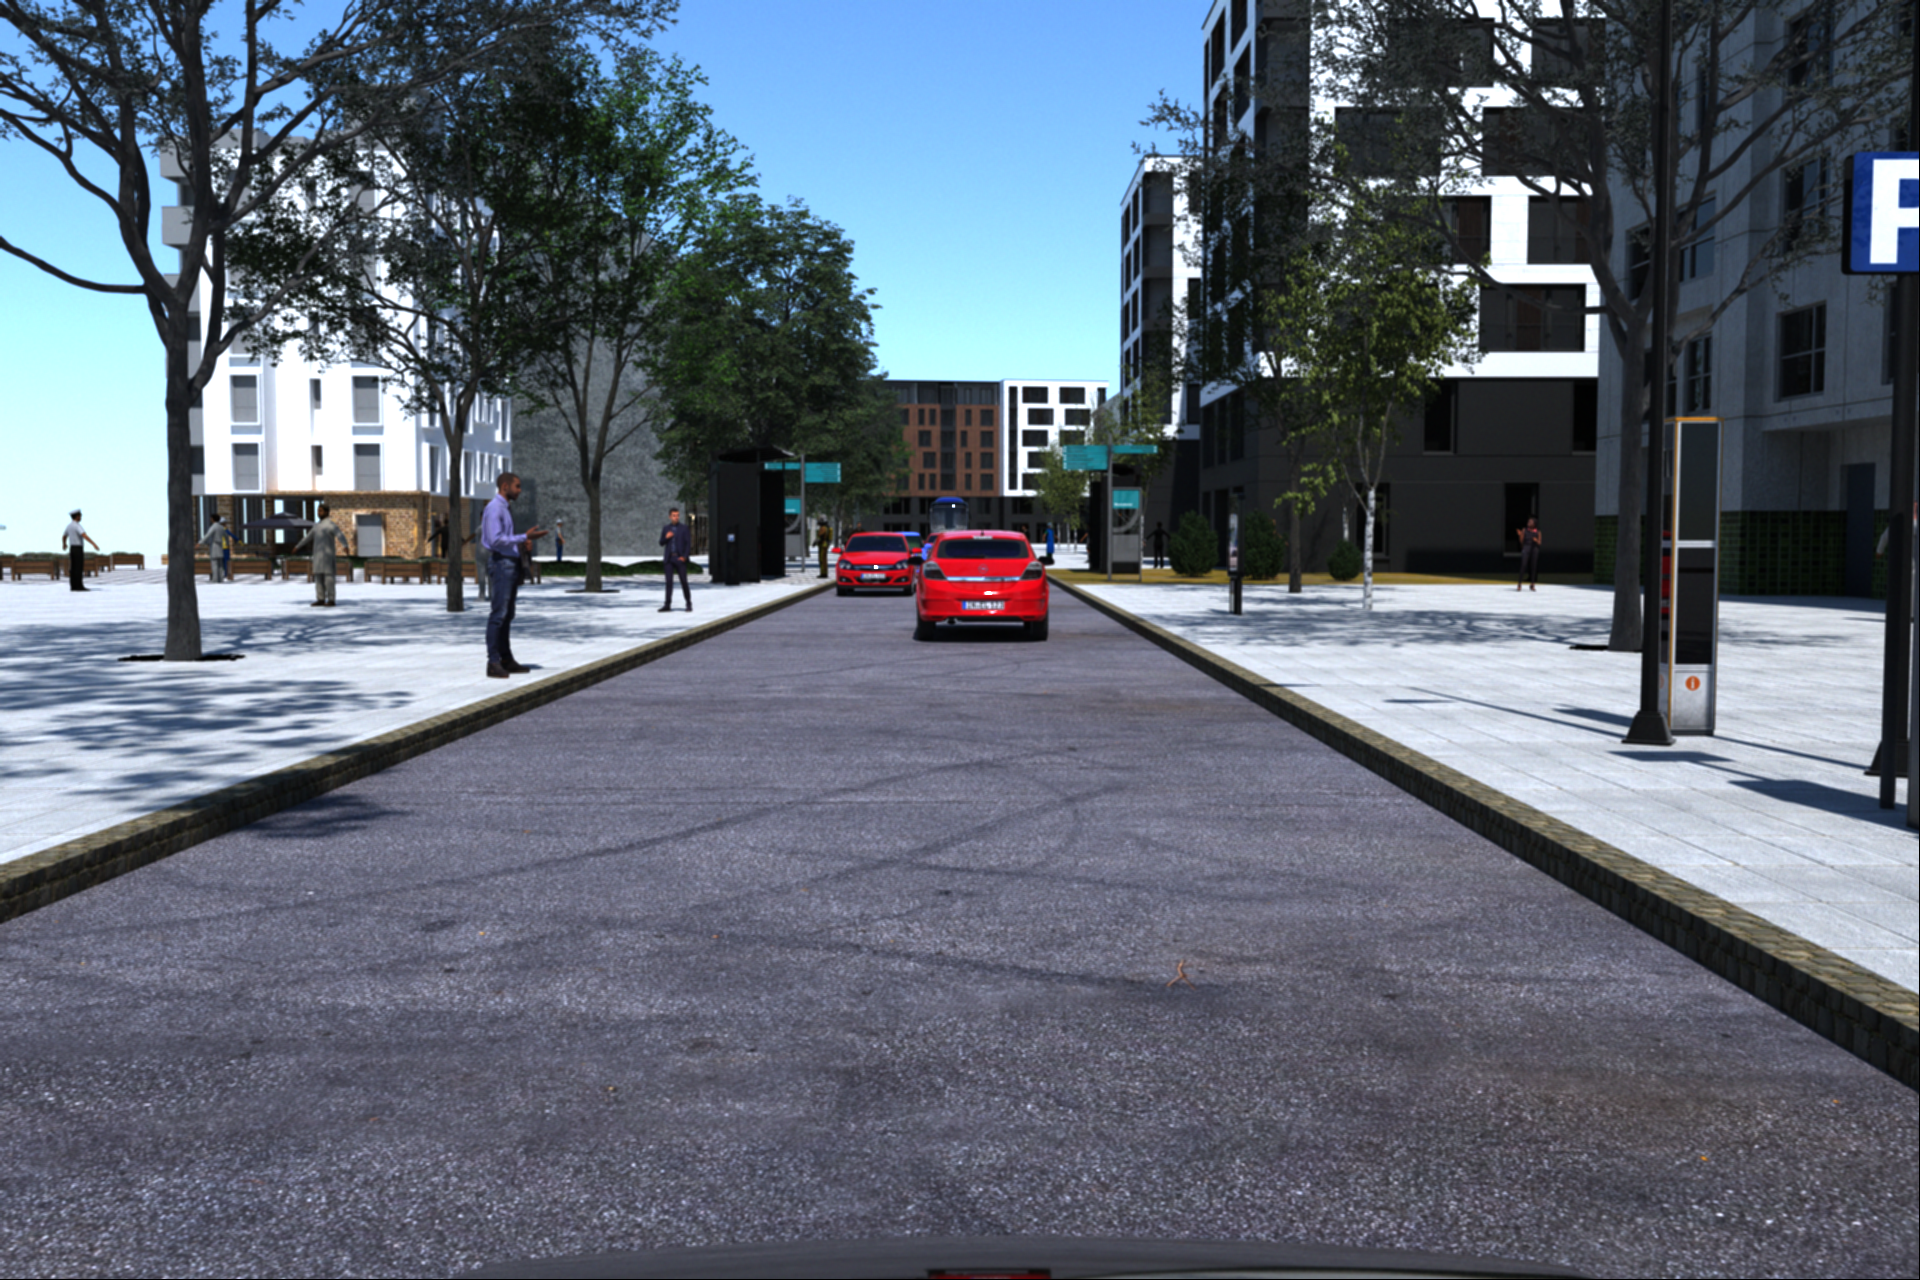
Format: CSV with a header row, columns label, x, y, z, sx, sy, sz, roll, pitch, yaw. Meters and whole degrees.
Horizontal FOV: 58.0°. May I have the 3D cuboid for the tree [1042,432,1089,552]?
label,x,y,z,sx,sy,sz,roll,pitch,yaw
tree,7.877,-10.707,125.420,4.360,8.622,3.978,0,3,0

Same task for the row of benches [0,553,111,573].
label,x,y,z,sx,sy,sz,roll,pitch,yaw
row of benches,-30.456,-2.572,57.519,1.422,0.672,4.104,3,5,42

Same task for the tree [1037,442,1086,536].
label,x,y,z,sx,sy,sz,roll,pitch,yaw
tree,7.970,-11.469,137.875,4.737,8.622,4.395,0,3,0

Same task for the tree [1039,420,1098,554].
label,x,y,z,sx,sy,sz,roll,pitch,yaw
tree,7.170,-9.795,110.509,4.737,8.622,4.395,0,3,0

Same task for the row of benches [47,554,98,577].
label,x,y,z,sx,sy,sz,roll,pitch,yaw
row of benches,-27.196,-2.296,52.995,1.422,0.672,4.104,-3,4,-38

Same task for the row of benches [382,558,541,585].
label,x,y,z,sx,sy,sz,roll,pitch,yaw
row of benches,-12.674,-1.766,44.330,4.104,0.672,1.422,0,4,4

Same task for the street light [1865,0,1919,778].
label,x,y,z,sx,sy,sz,roll,pitch,yaw
street light,5.535,-2.233,9.048,1.470,5.913,1.316,0,4,1

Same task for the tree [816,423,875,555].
label,x,y,z,sx,sy,sz,roll,pitch,yaw
tree,-7.353,-9.447,104.828,4.360,8.622,3.978,0,3,0

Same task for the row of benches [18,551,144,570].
label,x,y,z,sx,sy,sz,roll,pitch,yaw
row of benches,-31.184,-2.806,61.333,4.104,0.672,1.422,-3,4,-38

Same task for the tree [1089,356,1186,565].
label,x,y,z,sx,sy,sz,roll,pitch,yaw
tree,7.480,-7.430,71.851,4.737,8.622,4.395,0,3,0

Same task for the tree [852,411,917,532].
label,x,y,z,sx,sy,sz,roll,pitch,yaw
tree,-7.277,-13.404,144.907,9.928,11.665,9.643,0,3,0

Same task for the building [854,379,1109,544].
label,x,y,z,sx,sy,sz,roll,pitch,yaw
building,1.262,-24.090,240.310,32.646,21.610,27.936,-1,4,-10

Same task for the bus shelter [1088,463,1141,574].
label,x,y,z,sx,sy,sz,roll,pitch,yaw
bus shelter,5.040,-4.101,58.328,1.731,3.624,6.357,0,4,1

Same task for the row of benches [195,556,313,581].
label,x,y,z,sx,sy,sz,roll,pitch,yaw
row of benches,-19.811,-1.992,48.039,4.104,0.672,1.422,-2,4,-31

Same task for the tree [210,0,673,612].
label,x,y,z,sx,sy,sz,roll,pitch,yaw
tree,-8.425,-5.724,27.993,8.767,10.594,7.601,1,4,8

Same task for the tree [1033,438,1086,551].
label,x,y,z,sx,sy,sz,roll,pitch,yaw
tree,7.566,-11.116,132.107,4.737,8.622,4.395,0,3,0

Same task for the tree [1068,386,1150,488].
label,x,y,z,sx,sy,sz,roll,pitch,yaw
tree,7.128,-8.321,86.410,4.360,8.622,3.978,0,3,0

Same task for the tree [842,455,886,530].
label,x,y,z,sx,sy,sz,roll,pitch,yaw
tree,-7.505,-10.821,127.280,4.360,8.622,3.978,0,3,0

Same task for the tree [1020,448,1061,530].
label,x,y,z,sx,sy,sz,roll,pitch,yaw
tree,7.808,-12.069,147.694,4.360,8.622,3.978,0,3,0

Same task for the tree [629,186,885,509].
label,x,y,z,sx,sy,sz,roll,pitch,yaw
tree,-7.399,-9.665,64.672,9.857,13.997,8.962,0,3,0

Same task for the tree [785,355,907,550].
label,x,y,z,sx,sy,sz,roll,pitch,yaw
tree,-8.306,-12.826,116.357,9.857,13.997,8.962,0,3,0

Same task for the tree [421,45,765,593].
label,x,y,z,sx,sy,sz,roll,pitch,yaw
tree,-8.001,-6.834,37.494,9.928,11.665,9.643,0,3,0

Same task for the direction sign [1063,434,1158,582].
label,x,y,z,sx,sy,sz,roll,pitch,yaw
direction sign,4.004,-3.491,45.843,2.525,3.948,1.411,0,4,1

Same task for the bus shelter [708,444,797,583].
label,x,y,z,sx,sy,sz,roll,pitch,yaw
bus shelter,-5.728,-3.497,48.454,1.731,3.624,6.357,0,4,1

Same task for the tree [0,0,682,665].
label,x,y,z,sx,sy,sz,roll,pitch,yaw
tree,-7.903,-6.544,17.372,12.009,13.543,11.850,0,3,0

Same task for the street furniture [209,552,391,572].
label,x,y,z,sx,sy,sz,roll,pitch,yaw
street furniture,-23.985,-2.920,63.372,5.734,0.657,10.072,1,4,13

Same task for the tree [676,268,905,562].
label,x,y,z,sx,sy,sz,roll,pitch,yaw
tree,-7.694,-10.312,78.979,12.009,13.543,11.850,0,3,0

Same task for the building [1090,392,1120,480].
label,x,y,z,sx,sy,sz,roll,pitch,yaw
building,26.259,-23.262,211.266,19.493,23.208,18.063,0,3,0

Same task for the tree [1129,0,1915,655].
label,x,y,z,sx,sy,sz,roll,pitch,yaw
tree,7.397,-6.625,18.687,12.009,13.543,11.850,0,3,0

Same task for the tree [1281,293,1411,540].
label,x,y,z,sx,sy,sz,roll,pitch,yaw
tree,11.749,-6.236,52.314,4.360,8.622,3.978,0,3,0

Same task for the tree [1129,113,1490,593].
label,x,y,z,sx,sy,sz,roll,pitch,yaw
tree,7.511,-6.319,37.720,8.767,10.594,7.601,2,4,32

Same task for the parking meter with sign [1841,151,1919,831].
label,x,y,z,sx,sy,sz,roll,pitch,yaw
parking meter with sign,4.326,-0.668,7.183,0.543,3.016,1.738,0,4,1

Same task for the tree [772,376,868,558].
label,x,y,z,sx,sy,sz,roll,pitch,yaw
tree,-8.604,-9.740,93.659,7.601,10.594,8.767,-1,4,-11

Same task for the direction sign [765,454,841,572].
label,x,y,z,sx,sy,sz,roll,pitch,yaw
direction sign,-5.244,-4.256,58.348,2.525,3.948,1.411,0,4,0

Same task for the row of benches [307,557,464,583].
label,x,y,z,sx,sy,sz,roll,pitch,yaw
row of benches,-15.247,-1.888,46.333,4.104,0.672,1.422,-1,4,-10

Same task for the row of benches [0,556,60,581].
label,x,y,z,sx,sy,sz,roll,pitch,yaw
row of benches,-27.014,-1.980,47.830,4.104,0.672,1.422,-1,4,-14

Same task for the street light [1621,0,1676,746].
label,x,y,z,sx,sy,sz,roll,pitch,yaw
street light,4.780,-2.319,10.462,1.470,5.913,1.316,0,4,0

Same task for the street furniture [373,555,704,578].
label,x,y,z,sx,sy,sz,roll,pitch,yaw
street furniture,-13.221,-2.338,53.846,10.072,0.657,5.734,0,4,2

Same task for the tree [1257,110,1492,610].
label,x,y,z,sx,sy,sz,roll,pitch,yaw
tree,6.980,-4.838,29.458,4.737,8.622,4.395,0,3,0
